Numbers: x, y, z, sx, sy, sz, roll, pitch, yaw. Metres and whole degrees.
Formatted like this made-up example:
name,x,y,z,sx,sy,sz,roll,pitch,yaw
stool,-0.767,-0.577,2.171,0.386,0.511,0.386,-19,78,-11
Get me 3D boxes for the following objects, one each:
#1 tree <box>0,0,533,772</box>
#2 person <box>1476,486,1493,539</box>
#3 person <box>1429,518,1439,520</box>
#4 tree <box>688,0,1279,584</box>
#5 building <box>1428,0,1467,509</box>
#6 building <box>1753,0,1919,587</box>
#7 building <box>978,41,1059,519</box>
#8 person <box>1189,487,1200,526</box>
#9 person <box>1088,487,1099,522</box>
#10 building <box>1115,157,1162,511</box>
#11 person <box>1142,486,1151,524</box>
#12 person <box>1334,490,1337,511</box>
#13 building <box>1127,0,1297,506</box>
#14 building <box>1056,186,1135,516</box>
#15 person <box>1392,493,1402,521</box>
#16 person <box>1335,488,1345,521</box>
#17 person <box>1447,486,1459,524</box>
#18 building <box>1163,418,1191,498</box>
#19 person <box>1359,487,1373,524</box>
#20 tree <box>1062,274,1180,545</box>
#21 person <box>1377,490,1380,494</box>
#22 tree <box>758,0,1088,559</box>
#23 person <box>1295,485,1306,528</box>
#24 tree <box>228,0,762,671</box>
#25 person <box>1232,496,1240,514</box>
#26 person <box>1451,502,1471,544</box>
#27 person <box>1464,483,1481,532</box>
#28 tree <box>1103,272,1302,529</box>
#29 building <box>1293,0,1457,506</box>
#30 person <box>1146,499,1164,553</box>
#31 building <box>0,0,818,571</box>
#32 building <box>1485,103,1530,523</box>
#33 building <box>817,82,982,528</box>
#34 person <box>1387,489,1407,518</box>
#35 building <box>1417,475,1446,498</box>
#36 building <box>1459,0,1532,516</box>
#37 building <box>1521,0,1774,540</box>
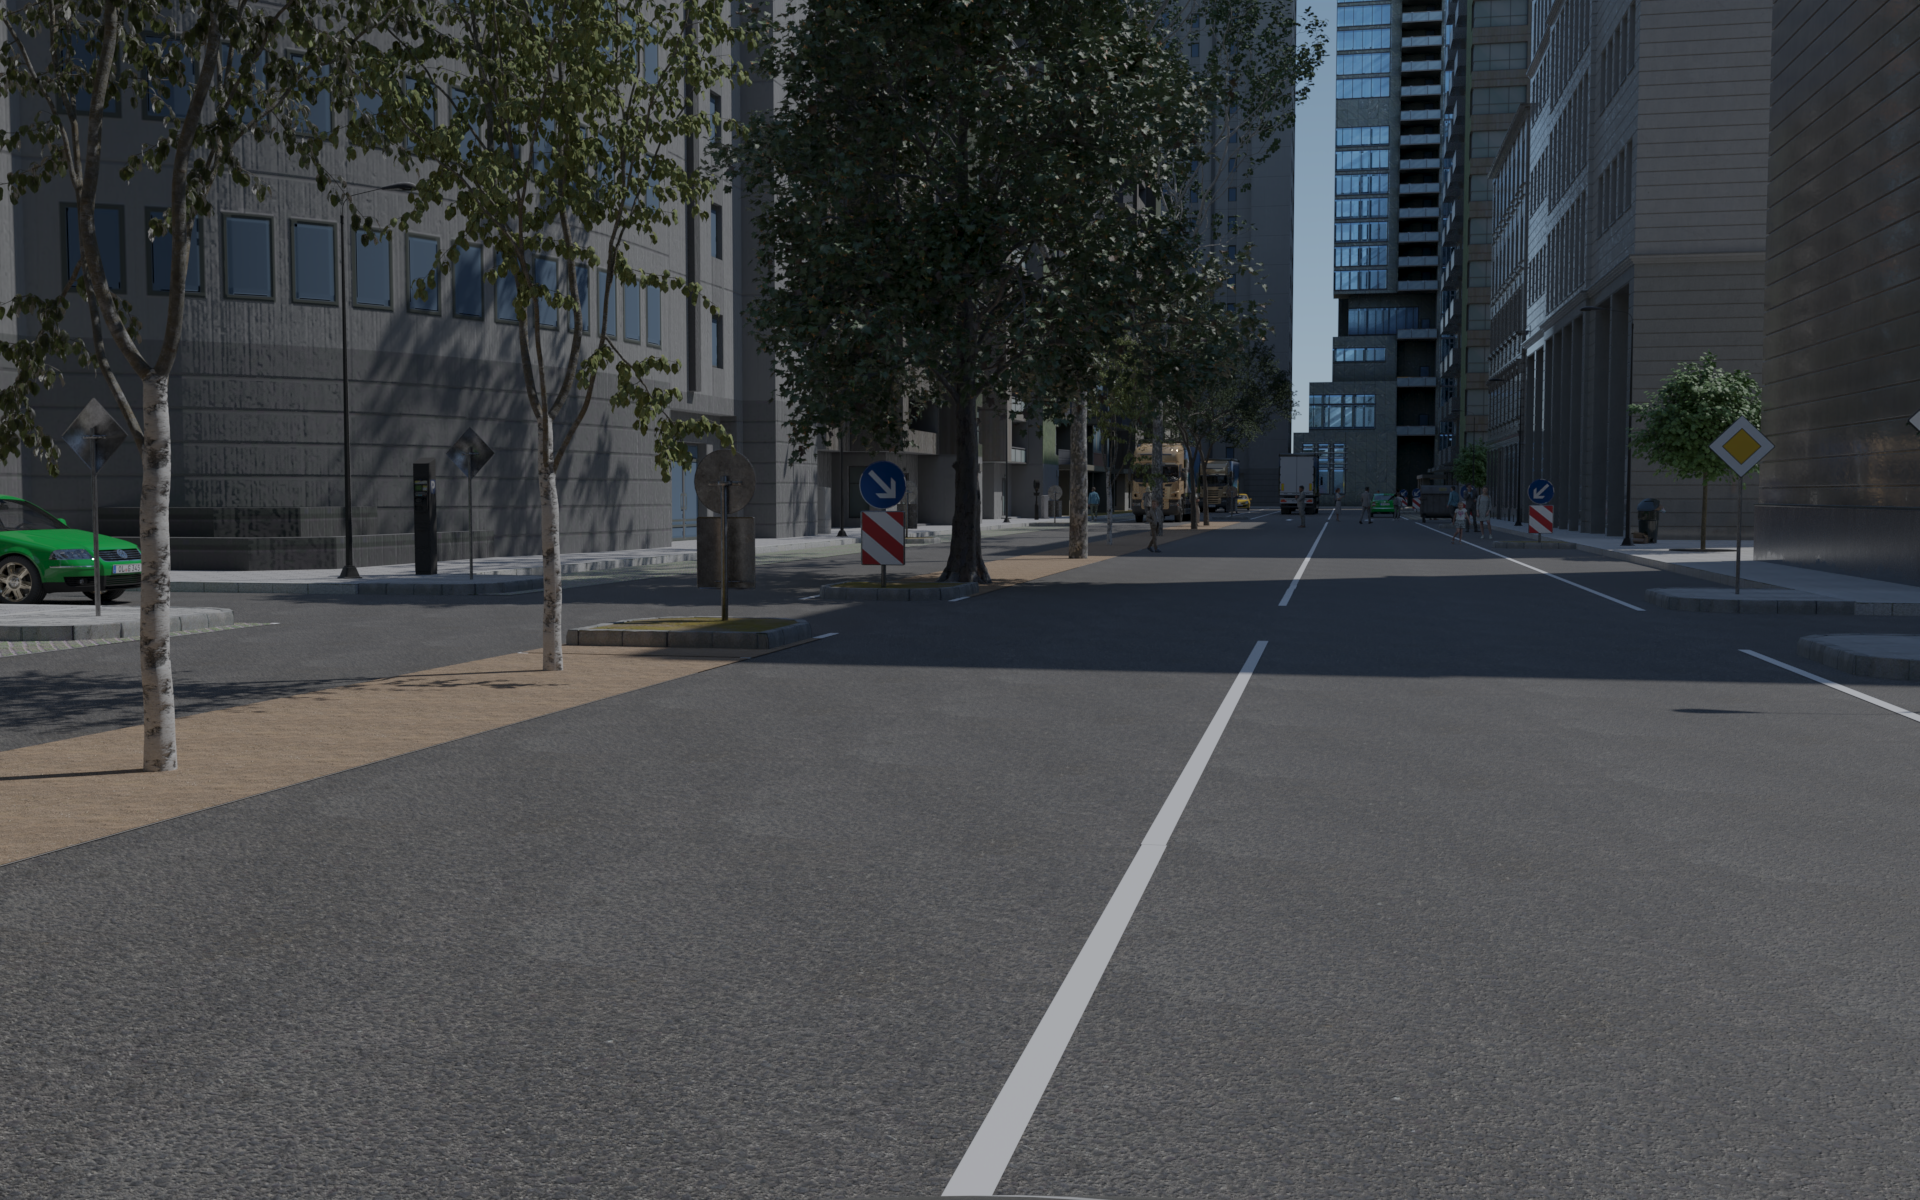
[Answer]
name,x,y,z,sx,sy,sz,roll,pitch,yaw
tree,-4.096,-3.431,8.921,4.360,8.622,3.978,0,3,0
person,16.851,-2.822,55.640,0.512,1.701,0.522,1,4,15
person,26.106,-5.329,95.731,0.391,1.810,0.635,-3,5,-41
tree,0.123,-6.610,27.546,9.611,12.733,9.660,0,3,0
building,47.611,-31.090,127.924,23.786,49.044,30.456,1,4,12
building,25.941,-13.895,24.443,25.104,27.353,12.463,1,4,12
building,-2.836,-24.871,90.234,14.154,41.232,14.086,1,4,12
person,10.422,-4.138,76.710,0.519,1.759,0.362,-3,4,-37
person,6.917,-4.936,89.547,0.601,1.785,0.444,0,4,-5
building,8.129,-22.304,136.375,14.160,30.474,14.107,1,4,12
person,8.988,-4.573,83.449,0.537,1.800,0.526,-1,4,-19
person,32.210,-8.554,148.350,0.705,1.826,1.348,0,4,4
building,22.632,-39.742,191.778,28.212,58.520,21.231,1,4,12
building,-0.219,-28.187,115.482,22.147,44.769,28.867,1,4,12
person,23.487,-5.014,93.068,0.503,1.515,0.523,0,4,-6
person,19.985,-5.016,91.076,0.524,1.755,0.480,1,4,13
person,22.992,-4.406,80.559,0.660,1.820,0.620,-3,4,-39
building,6.297,-19.526,164.289,28.899,21.520,27.650,1,4,12
person,19.492,-4.551,83.180,0.850,1.792,0.678,-3,4,-39
tree,4.181,-5.826,48.082,4.737,8.622,4.395,0,3,0
person,31.448,-7.381,130.096,0.541,1.710,0.530,-3,5,-44
tree,1.609,-11.034,38.747,12.611,20.169,13.585,0,3,0
person,14.576,-4.008,74.211,0.466,1.800,0.511,-1,4,-10
tree,-3.302,-3.711,13.498,4.737,8.622,4.395,0,3,0
person,19.940,-7.092,125.369,0.530,1.710,0.541,0,4,-8
person,14.356,-2.208,49.617,0.505,1.210,0.382,0,4,4
person,19.287,-3.481,65.224,0.655,1.846,0.447,0,4,0
tree,9.633,-8.176,70.540,8.767,10.594,7.601,1,4,12
building,52.307,-53.419,186.066,31.000,86.520,22.319,1,4,12
person,4.798,-1.820,42.528,0.475,1.303,0.640,-2,4,-32
building,-17.679,-30.494,40.583,21.231,58.520,28.212,1,4,12
building,31.480,-14.414,84.819,9.793,20.994,18.267,1,4,12
building,-7.372,-18.182,68.976,14.160,30.474,14.107,1,4,12
person,26.118,-5.763,103.547,1.217,1.723,0.721,0,4,-5
building,57.742,-28.255,153.844,32.217,40.220,23.993,1,4,12
building,38.446,-25.922,107.415,14.154,41.232,14.086,1,4,12
building,27.184,-17.336,60.931,11.434,29.767,29.804,1,4,12
